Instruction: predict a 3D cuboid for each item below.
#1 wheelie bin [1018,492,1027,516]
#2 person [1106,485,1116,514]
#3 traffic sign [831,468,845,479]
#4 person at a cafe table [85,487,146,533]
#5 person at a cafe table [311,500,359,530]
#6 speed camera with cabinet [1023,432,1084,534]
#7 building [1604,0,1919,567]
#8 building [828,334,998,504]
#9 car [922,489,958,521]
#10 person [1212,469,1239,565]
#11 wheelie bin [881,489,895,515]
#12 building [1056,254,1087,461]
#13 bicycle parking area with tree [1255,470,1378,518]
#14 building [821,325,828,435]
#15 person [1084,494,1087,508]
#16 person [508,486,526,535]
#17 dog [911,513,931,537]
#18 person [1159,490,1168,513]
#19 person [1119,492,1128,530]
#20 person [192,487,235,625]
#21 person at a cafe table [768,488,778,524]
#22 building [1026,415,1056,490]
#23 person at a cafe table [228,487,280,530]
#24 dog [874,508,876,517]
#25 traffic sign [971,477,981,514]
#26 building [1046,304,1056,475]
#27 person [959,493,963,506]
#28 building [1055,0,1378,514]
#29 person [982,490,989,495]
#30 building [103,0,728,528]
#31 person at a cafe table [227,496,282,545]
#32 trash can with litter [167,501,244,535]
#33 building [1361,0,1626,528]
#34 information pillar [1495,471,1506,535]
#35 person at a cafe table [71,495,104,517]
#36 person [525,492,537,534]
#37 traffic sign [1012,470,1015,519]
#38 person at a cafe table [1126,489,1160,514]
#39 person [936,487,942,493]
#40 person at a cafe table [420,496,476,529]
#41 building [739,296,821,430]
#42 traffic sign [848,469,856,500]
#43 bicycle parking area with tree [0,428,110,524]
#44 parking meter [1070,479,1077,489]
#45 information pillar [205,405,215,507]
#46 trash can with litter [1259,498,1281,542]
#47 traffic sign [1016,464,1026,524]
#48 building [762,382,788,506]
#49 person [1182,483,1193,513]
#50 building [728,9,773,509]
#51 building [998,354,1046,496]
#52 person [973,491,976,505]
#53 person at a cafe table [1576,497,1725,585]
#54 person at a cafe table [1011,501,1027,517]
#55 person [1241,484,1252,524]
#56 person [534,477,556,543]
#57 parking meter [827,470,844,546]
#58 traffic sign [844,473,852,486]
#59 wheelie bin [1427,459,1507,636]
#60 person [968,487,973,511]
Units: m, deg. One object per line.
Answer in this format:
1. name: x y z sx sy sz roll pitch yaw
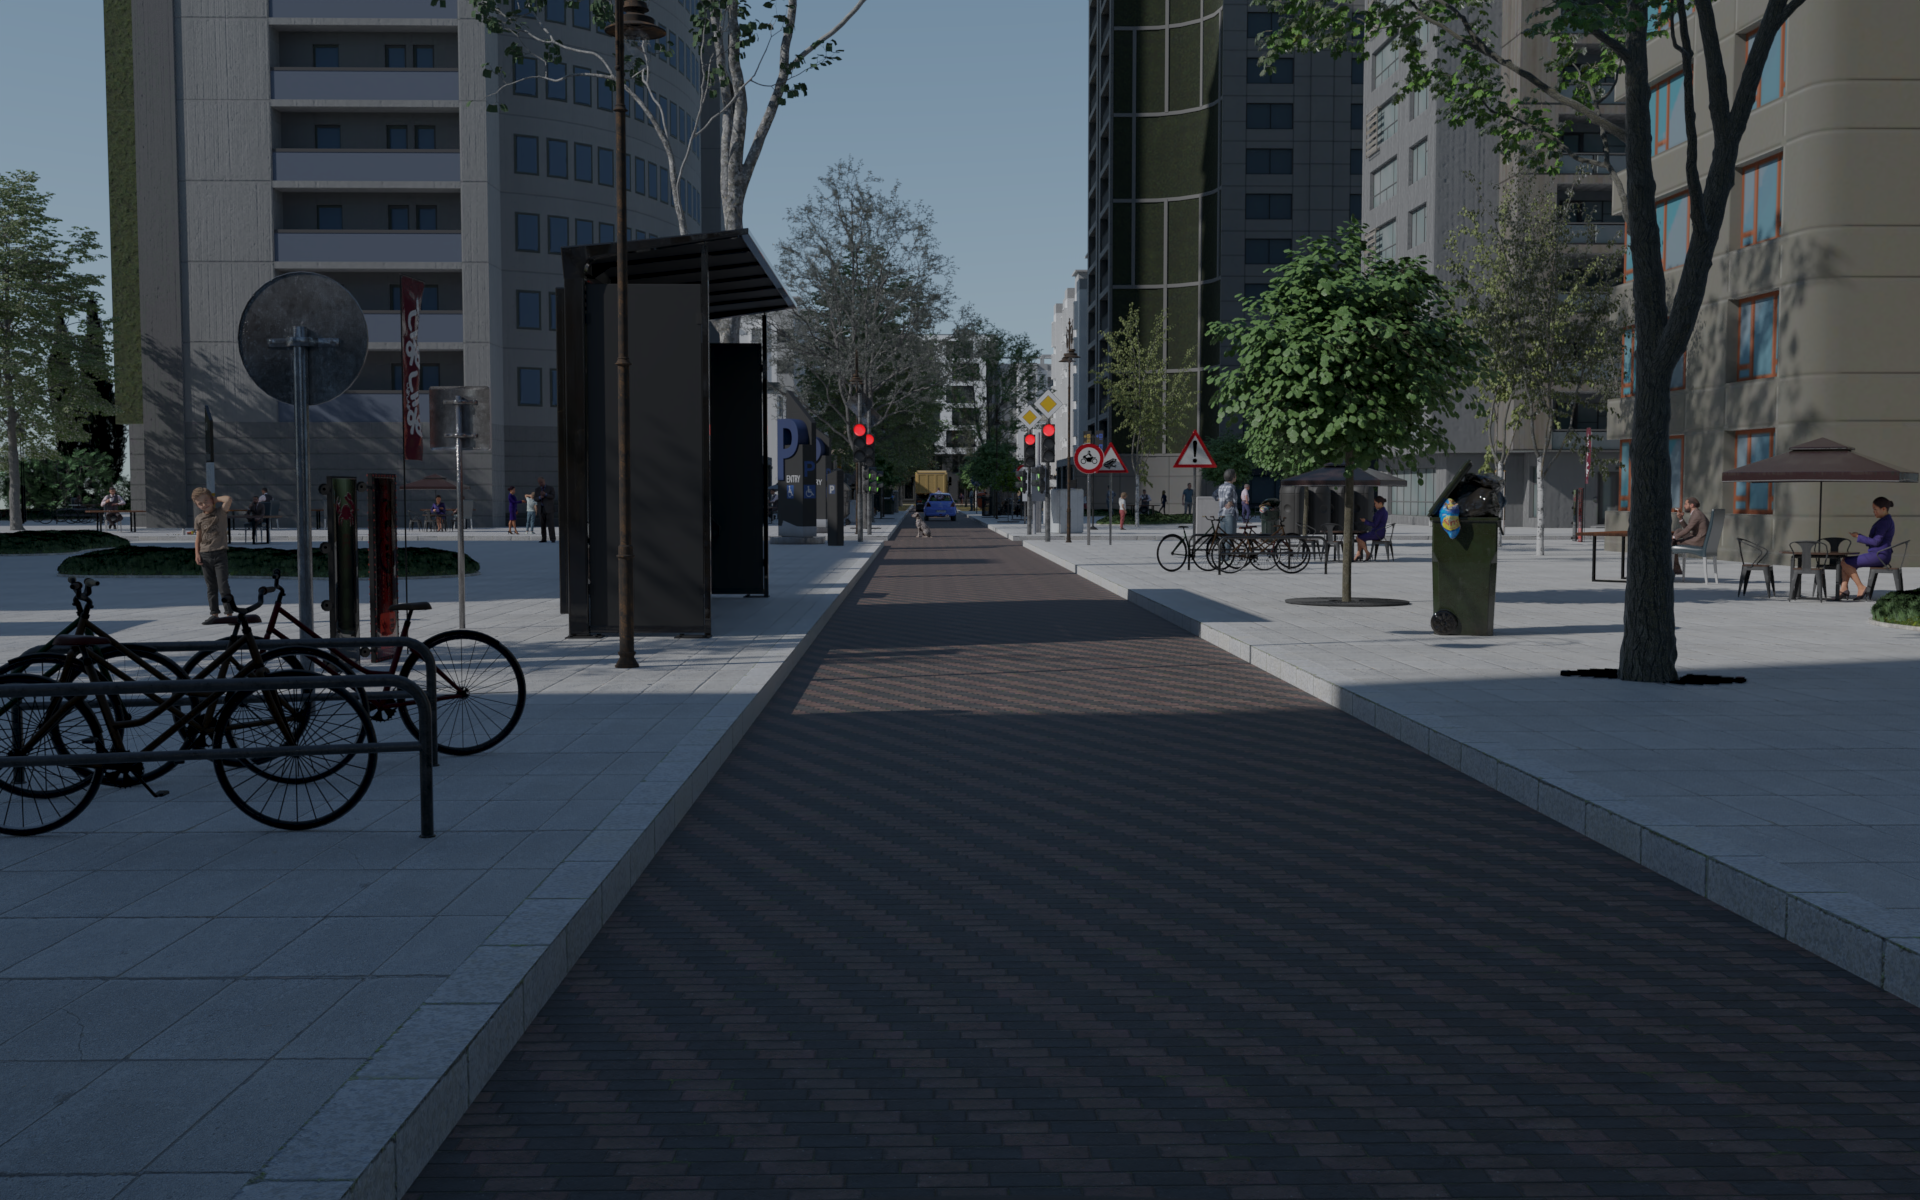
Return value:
1. wheelie bin: 3.833 -5.660 100.441 0.980 1.594 0.693 0 4 7
2. person: 7.732 -5.032 89.045 0.376 1.734 0.841 3 4 36
3. traffic sign: -6.051 -5.221 85.477 0.768 2.556 0.104 0 4 0
4. person at a cafe table: -28.337 -3.028 58.022 1.698 1.524 1.622 -2 4 -34
5. person at a cafe table: -22.714 -3.168 62.655 1.698 1.238 1.726 -1 4 -14
6. speed camera with cabinet: 3.014 -3.770 55.981 2.038 3.252 0.660 -2 4 -31
7. building: 28.717 -10.972 24.428 27.650 21.520 28.899 0 4 -1
8. building: -11.685 -23.902 234.768 32.646 21.610 27.936 0 4 -1
9. car: -1.089 -5.127 93.419 1.945 1.707 3.694 0 4 -2
10. person: 4.842 -1.508 31.414 0.376 1.734 0.841 0 4 -5
11. wheelie bin: -4.508 -6.169 108.774 0.980 1.594 0.693 1 4 21
12. building: 16.447 -17.368 140.387 16.016 20.091 11.380 0 4 -1
13. bicycle parking area with tree: 19.260 -6.293 89.892 8.231 4.147 9.016 1 4 15
14. building: -21.266 -19.477 174.864 16.016 20.091 11.380 0 4 -1
15. person: 7.585 -5.822 105.135 0.435 1.345 0.340 -2 4 -29
16. person: -14.045 -2.841 54.868 0.546 1.535 0.453 -1 4 -23
17. dog: -1.162 -2.480 57.383 0.800 0.831 0.513 3 5 44
18. person: 12.197 -5.844 104.129 0.613 1.512 0.480 -2 4 -29
19. person: 5.836 -3.177 61.903 0.340 1.345 0.435 -2 4 -26
20. person: -7.297 -0.430 16.976 0.435 1.345 0.340 -1 4 -8
21. person at a cafe table: -8.410 -4.069 75.049 1.622 1.524 1.698 -2 4 -27
22. building: 12.264 -14.793 184.007 9.099 9.664 28.070 0 4 -1
23. person at a cafe table: -25.166 -3.280 62.143 1.622 1.524 1.698 1 4 23
24. dog: -4.879 -4.967 98.040 0.406 0.507 0.540 -3 4 -36
25. traffic sign: 1.089 -6.872 112.456 0.768 2.556 0.104 0 4 1
26. building: 16.159 -18.066 151.802 16.016 20.091 11.380 0 4 -1
27. person: 0.153 -10.446 180.075 0.421 1.427 0.697 0 4 6
28. building: 17.451 -41.355 114.400 20.563 71.187 20.611 0 4 -1
29. person: 2.425 -10.163 172.224 1.348 1.822 0.705 0 4 4
30. building: -22.556 -32.779 77.942 21.231 58.520 28.212 0 4 -1
31. person at a cafe table: -18.348 -2.066 44.645 1.698 1.238 1.726 0 4 5
32. trash can with litter: -23.560 -2.644 54.288 2.233 1.210 1.678 1 4 19
33. building: 24.718 -23.583 69.176 14.086 41.232 14.154 0 4 -1
34. information pillar: 17.020 -3.063 54.577 0.304 2.012 0.304 2 4 26
35. person at a cafe table: -46.668 -4.985 92.374 1.726 1.238 1.698 2 4 28
36. person: -13.796 -2.796 55.671 0.435 1.345 0.340 0 4 -5
37. traffic sign: 2.705 -5.457 89.335 0.768 2.556 0.104 0 3 0
38. person at a cafe table: 9.385 -4.898 88.595 1.698 1.524 1.622 1 4 12
39. person: -1.353 -6.016 106.727 0.709 1.838 0.599 -2 4 -25
40. person at a cafe table: -18.430 -3.195 63.101 1.726 1.238 1.698 3 4 38
41. building: -21.756 -18.781 163.492 16.016 20.091 11.380 0 4 -1
42. traffic sign: -5.227 -5.329 87.139 0.884 2.594 0.081 0 4 6
43. bicycle parking area with tree: -41.708 -5.489 76.748 9.016 4.147 8.231 -1 4 -14
44. parking meter: 4.289 -3.718 66.507 0.399 1.863 0.255 0 3 0
45. information pillar: -19.720 -3.315 45.550 0.183 3.616 0.504 -3 4 -37
46. trash can with litter: 8.133 -2.118 46.024 0.624 1.170 1.055 0 4 -7
47. traffic sign: 2.761 -4.500 73.689 0.768 2.556 0.104 0 4 1
48. building: -18.425 -12.331 143.753 9.099 9.664 28.070 0 4 -1
49. person: 10.733 -4.602 81.410 0.598 1.807 0.434 0 4 2
50. building: -22.755 -41.080 109.909 20.563 71.187 20.611 0 4 -1
51. building: 10.462 -22.782 228.902 11.380 20.091 16.016 0 4 -1
52. person: 1.626 -10.648 180.847 0.721 1.736 1.217 -3 5 -43
53. person at a cafe table: 10.154 -0.876 25.186 1.726 1.238 1.698 3 5 43
54. person at a cafe table: 3.774 -5.327 97.953 1.698 1.238 1.726 0 4 5
55. person: 12.445 -4.171 75.179 0.436 1.711 0.756 0 4 2
56. person: -10.952 -2.384 45.708 0.565 1.739 0.600 -1 4 -18
57. parking meter: -3.088 -2.275 42.901 0.399 1.863 0.255 3 5 43
58. traffic sign: -6.887 -6.473 105.933 0.768 2.556 0.104 0 4 6
59. wheelie bin: 4.655 -0.489 15.908 0.693 1.594 0.980 1 4 17
60. person: 0.832 -7.665 131.455 0.705 1.814 1.350 0 4 8
